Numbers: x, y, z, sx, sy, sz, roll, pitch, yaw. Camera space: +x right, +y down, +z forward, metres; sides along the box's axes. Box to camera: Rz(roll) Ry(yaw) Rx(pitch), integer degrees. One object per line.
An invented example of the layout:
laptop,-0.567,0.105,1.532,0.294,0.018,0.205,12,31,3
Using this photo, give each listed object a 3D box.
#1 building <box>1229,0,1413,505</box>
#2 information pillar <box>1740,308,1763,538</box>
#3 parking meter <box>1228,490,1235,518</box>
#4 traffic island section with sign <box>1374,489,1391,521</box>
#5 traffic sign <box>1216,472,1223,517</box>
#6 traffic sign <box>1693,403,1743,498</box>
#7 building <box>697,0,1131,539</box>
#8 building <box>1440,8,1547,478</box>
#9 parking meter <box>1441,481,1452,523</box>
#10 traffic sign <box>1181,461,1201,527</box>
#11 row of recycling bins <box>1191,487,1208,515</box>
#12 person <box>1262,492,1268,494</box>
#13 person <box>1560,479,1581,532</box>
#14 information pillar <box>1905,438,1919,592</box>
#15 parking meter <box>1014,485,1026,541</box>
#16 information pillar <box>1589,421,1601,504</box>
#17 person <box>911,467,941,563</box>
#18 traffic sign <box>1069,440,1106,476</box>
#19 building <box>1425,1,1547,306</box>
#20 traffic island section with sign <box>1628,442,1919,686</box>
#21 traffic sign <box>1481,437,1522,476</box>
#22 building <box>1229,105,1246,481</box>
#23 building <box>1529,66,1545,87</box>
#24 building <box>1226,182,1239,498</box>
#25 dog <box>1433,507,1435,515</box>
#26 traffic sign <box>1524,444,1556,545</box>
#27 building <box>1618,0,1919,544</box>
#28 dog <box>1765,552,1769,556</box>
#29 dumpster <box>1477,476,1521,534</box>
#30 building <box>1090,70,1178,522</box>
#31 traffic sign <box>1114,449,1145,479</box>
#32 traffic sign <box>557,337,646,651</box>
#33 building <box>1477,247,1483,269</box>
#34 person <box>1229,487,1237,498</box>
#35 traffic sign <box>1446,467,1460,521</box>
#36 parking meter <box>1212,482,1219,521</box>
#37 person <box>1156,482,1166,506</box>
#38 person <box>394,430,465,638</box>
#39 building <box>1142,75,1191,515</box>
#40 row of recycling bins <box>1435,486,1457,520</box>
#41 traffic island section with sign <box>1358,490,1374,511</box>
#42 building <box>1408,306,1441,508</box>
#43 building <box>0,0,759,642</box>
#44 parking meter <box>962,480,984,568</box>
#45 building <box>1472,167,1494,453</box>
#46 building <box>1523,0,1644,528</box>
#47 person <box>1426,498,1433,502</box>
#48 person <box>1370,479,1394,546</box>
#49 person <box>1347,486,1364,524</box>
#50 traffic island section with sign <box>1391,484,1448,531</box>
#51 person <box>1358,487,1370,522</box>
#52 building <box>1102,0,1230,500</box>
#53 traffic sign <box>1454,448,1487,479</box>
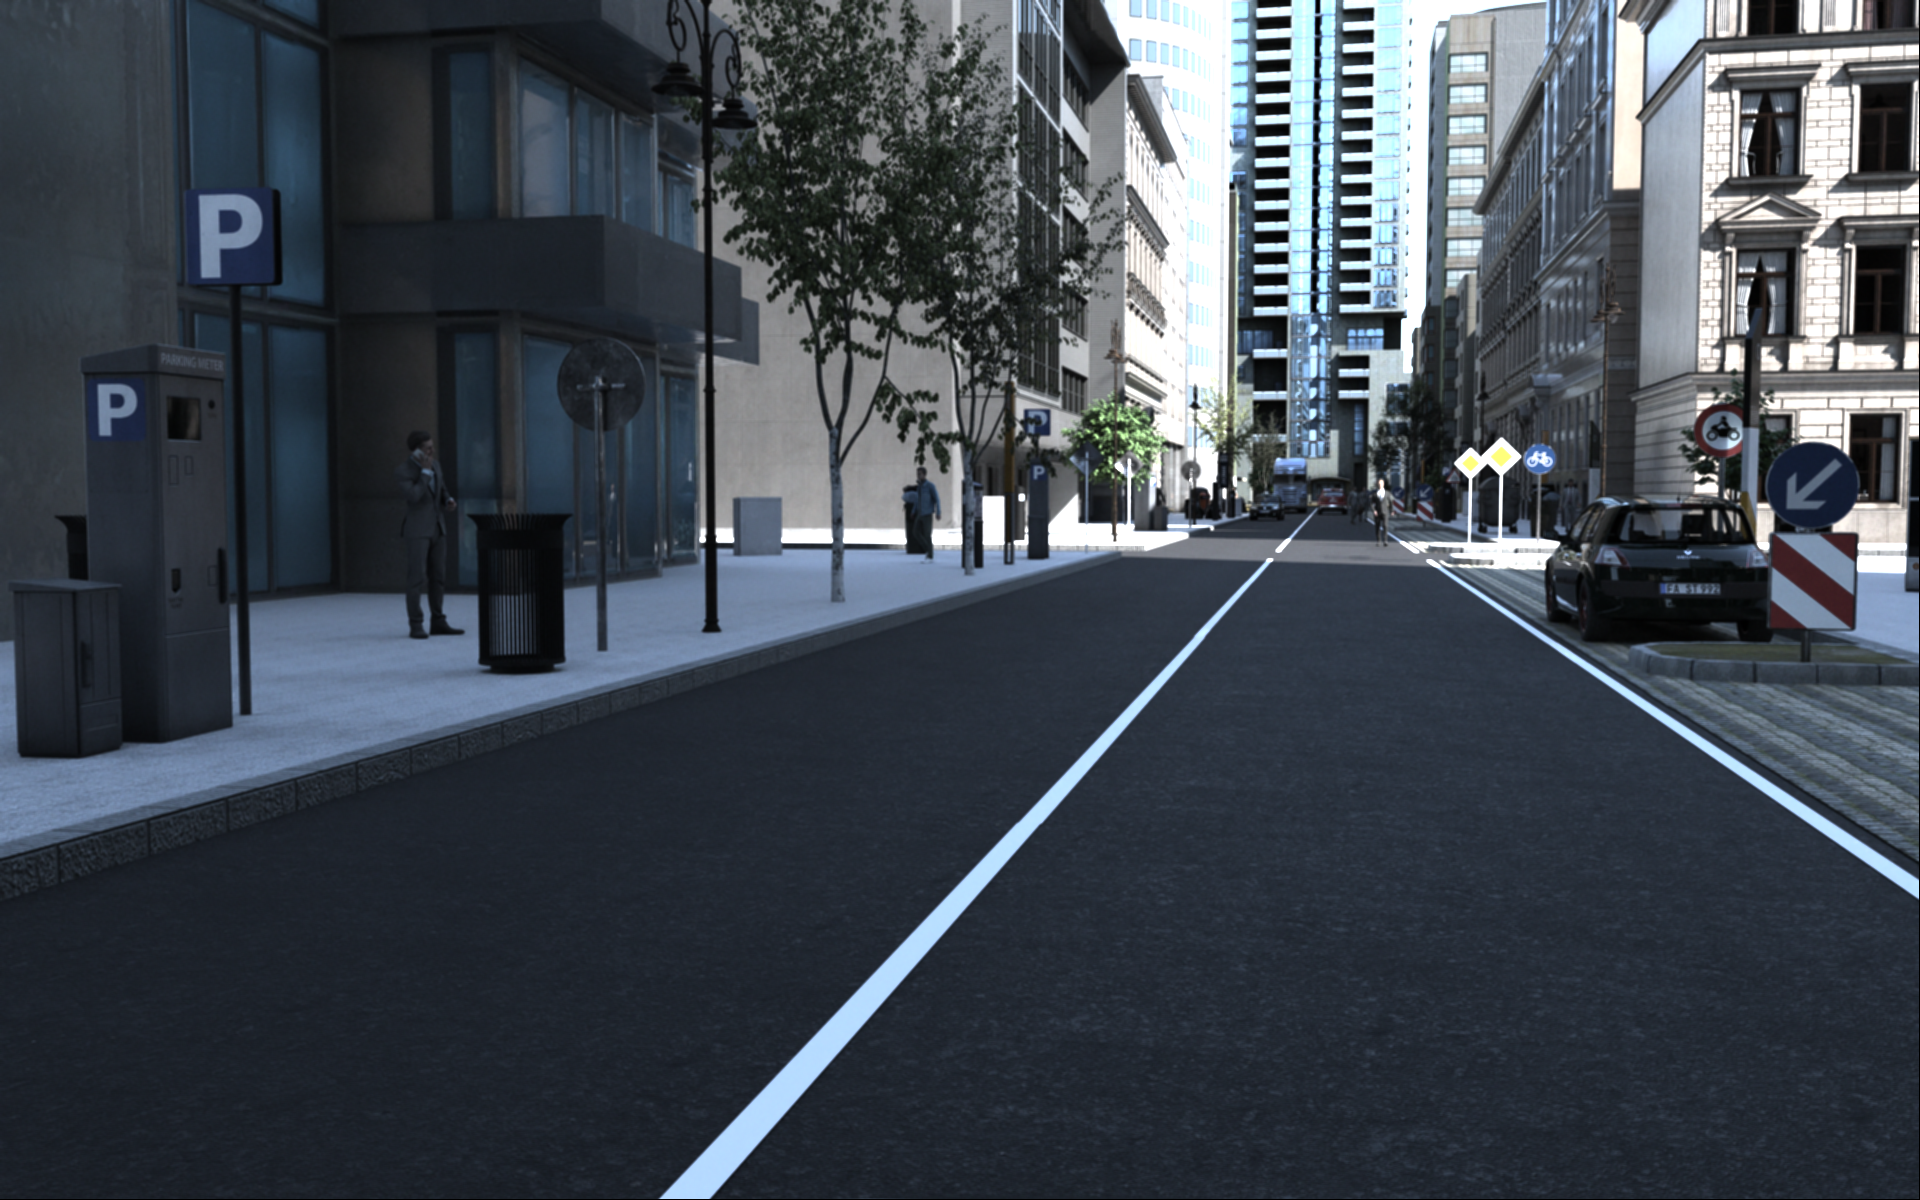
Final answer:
building,41.535,-54.998,211.895,31.000,86.520,22.319,1,4,12
information pillar,9.940,-1.861,21.776,0.183,3.616,0.504,3,4,38
parking meter,14.840,-5.269,94.553,0.372,1.533,0.369,0,3,0
traffic island section with sign,23.636,-5.219,93.952,1.989,1.847,2.006,1,4,12
traffic sign,14.876,-6.000,98.206,0.768,2.556,0.104,1,4,13
traffic sign,10.685,-1.480,24.311,0.768,2.556,0.104,1,4,20
building,-2.463,-14.984,64.056,14.314,24.678,30.058,1,4,12
building,48.922,-28.533,150.101,14.154,41.232,14.086,1,4,12
parking meter,21.904,-4.417,77.934,0.399,1.863,0.255,0,4,-2
traffic sign,8.841,-4.057,66.443,0.768,2.556,0.104,1,4,19
row of recycling bins,14.769,-6.089,106.662,1.069,1.692,3.534,1,4,12
person,32.207,-10.803,182.653,1.348,1.826,0.705,1,4,21
person,20.434,-3.158,57.942,0.678,1.792,0.850,1,4,22
information pillar,12.626,-1.112,22.668,0.304,2.012,0.304,-2,4,-30
parking meter,1.605,-2.384,47.397,0.372,1.533,0.369,0,3,0
information pillar,20.343,-3.926,55.537,0.504,3.616,0.183,-3,4,-37
person,-0.621,-1.579,32.201,0.444,1.785,0.601,-2,4,-34
traffic sign,2.721,-2.153,37.384,0.795,2.593,0.064,1,4,12
building,70.343,-40.606,205.900,28.212,58.520,21.231,1,4,12
traffic island section with sign,6.506,-0.322,13.899,1.989,1.847,2.006,1,4,12
traffic sign,11.122,-2.042,35.573,0.795,2.593,0.064,1,4,12
building,15.331,-32.312,182.931,28.867,44.769,22.147,1,4,12
building,32.956,-15.681,85.266,11.050,23.489,19.941,1,4,12
building,17.420,-23.450,155.109,14.160,30.474,14.107,1,4,12
dog,28.455,-5.388,104.930,0.540,0.507,0.406,0,4,7
traffic sign,14.699,-2.683,43.971,0.768,2.556,0.104,1,4,14
building,28.999,-11.195,47.668,19.286,19.102,10.561,1,4,12
dog,10.707,-0.363,22.764,0.406,0.507,0.540,-2,4,-30
dumpster,17.652,-3.116,56.702,1.264,1.857,1.865,1,4,12
building,4.743,-15.909,88.986,11.050,23.489,19.941,1,4,12
traffic sign,4.392,-2.630,45.193,0.795,2.593,0.064,1,4,12
traffic sign,-2.929,-0.856,14.104,0.768,2.556,0.104,1,4,12
building,51.934,-17.303,127.943,27.650,21.520,28.899,1,4,12
person,22.027,-8.150,139.305,0.705,1.824,1.348,-1,4,-18
traffic sign,23.869,-5.116,83.646,0.884,2.594,0.081,1,4,14
parking meter,12.402,-4.791,84.041,0.255,1.863,0.399,1,4,17
person,8.371,-4.187,74.279,0.755,1.850,0.659,-2,4,-29
person,-4.724,-0.592,15.520,0.447,1.846,0.655,1,4,23
building,7.632,-17.810,109.210,12.078,24.808,19.932,1,4,12
row of recycling bins,24.401,-4.877,86.847,1.069,1.692,3.534,1,4,13
traffic island section with sign,39.771,-9.832,169.383,1.989,1.847,2.006,1,4,12
building,59.159,-19.903,170.457,27.650,21.520,28.899,1,4,12
building,-19.195,-24.704,23.518,30.456,49.044,23.786,1,4,12
parking meter,0.219,-1.328,30.129,0.372,1.533,0.369,0,3,0
building,37.370,-16.882,104.900,11.050,23.489,19.941,1,4,12
building,29.607,-17.093,65.377,13.634,28.700,20.117,1,4,12
person,27.020,-5.676,99.842,0.522,1.701,0.512,-2,4,-30
person,11.635,-2.415,47.758,0.659,1.850,0.755,1,4,11
person,18.843,-4.531,82.703,0.709,1.813,0.853,-2,4,-26
traffic island section with sign,17.989,-3.606,67.593,1.989,1.847,2.006,1,4,12
person,21.015,-4.988,90.153,0.694,1.812,0.767,0,4,0
building,9.459,-36.230,134.353,21.231,58.520,28.212,1,4,12
traffic sign,12.792,-2.519,43.382,0.795,2.593,0.064,1,4,12
